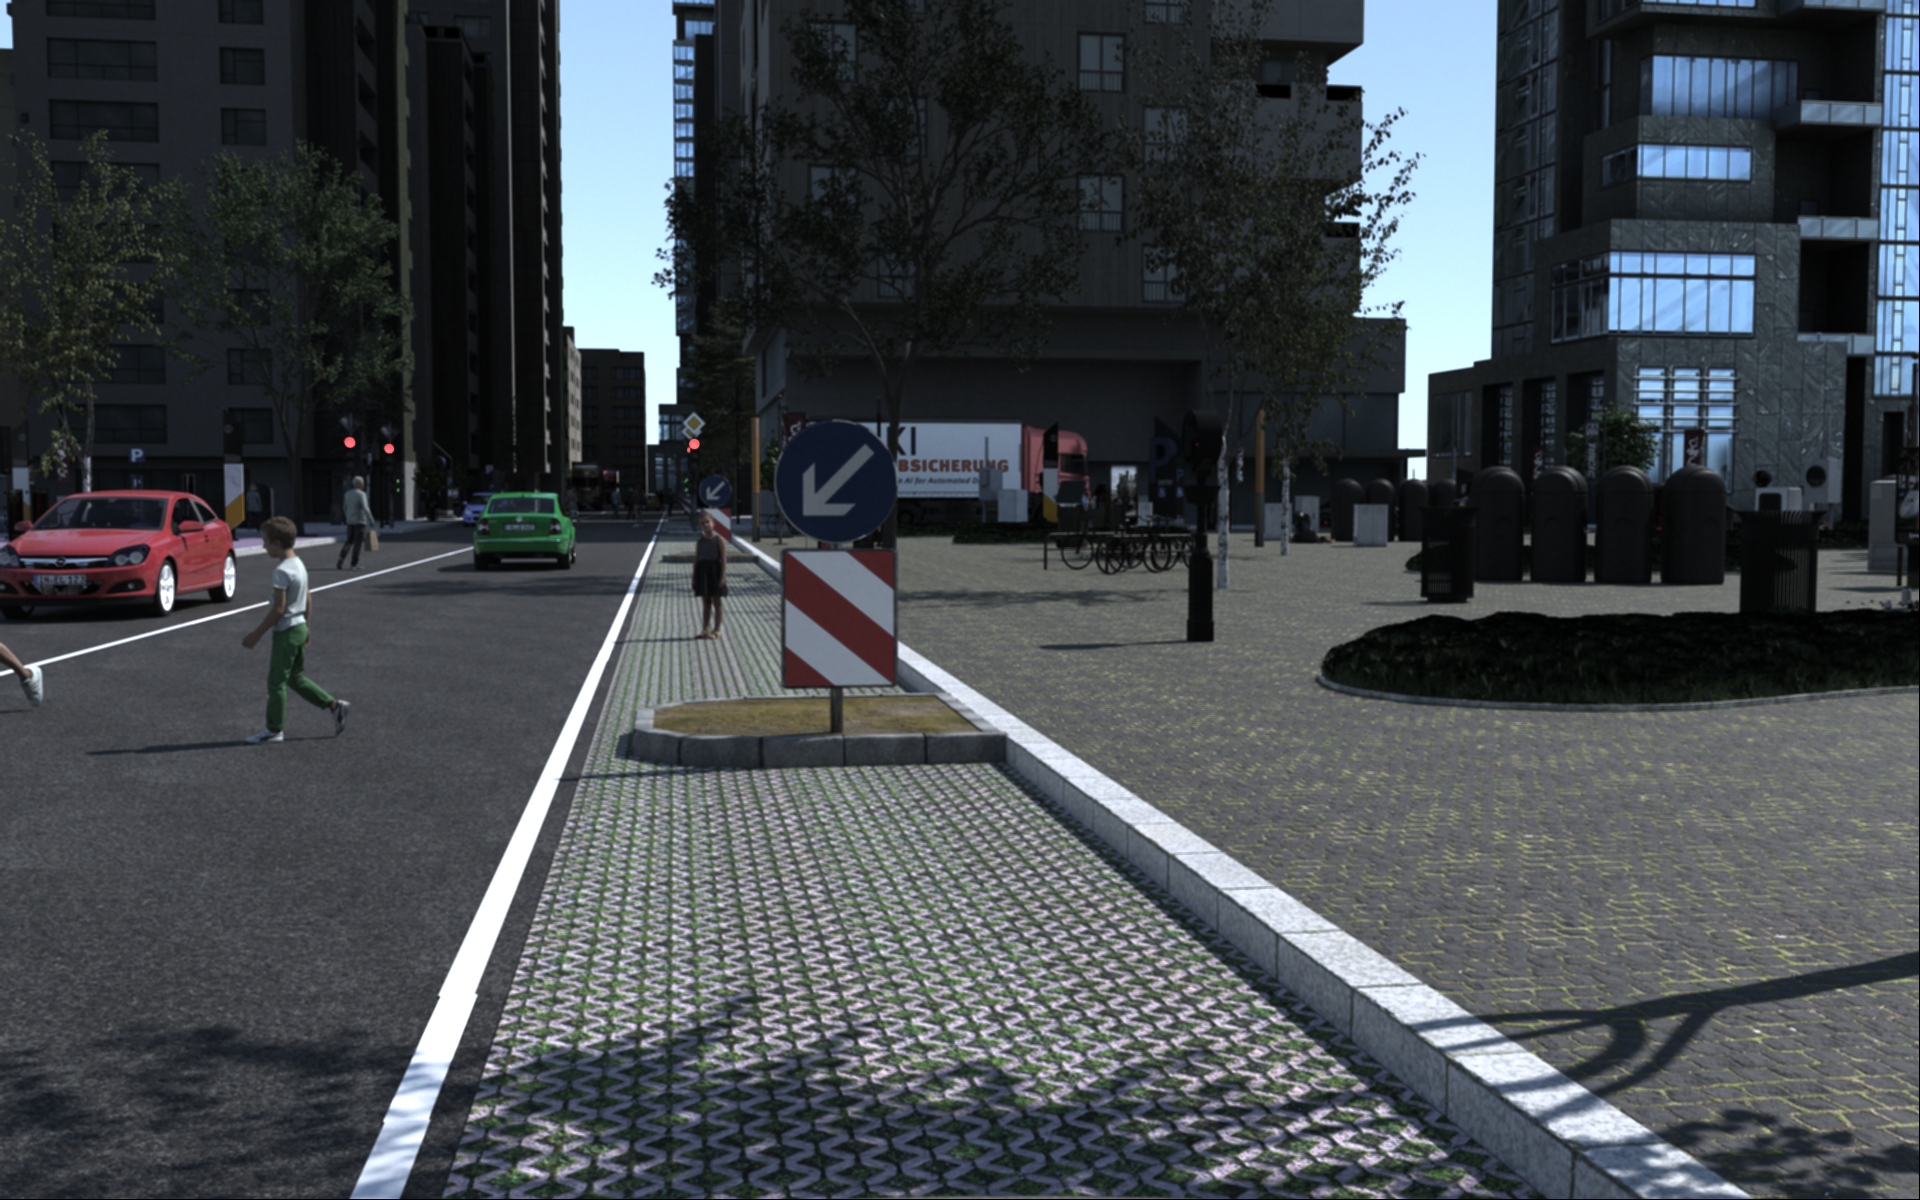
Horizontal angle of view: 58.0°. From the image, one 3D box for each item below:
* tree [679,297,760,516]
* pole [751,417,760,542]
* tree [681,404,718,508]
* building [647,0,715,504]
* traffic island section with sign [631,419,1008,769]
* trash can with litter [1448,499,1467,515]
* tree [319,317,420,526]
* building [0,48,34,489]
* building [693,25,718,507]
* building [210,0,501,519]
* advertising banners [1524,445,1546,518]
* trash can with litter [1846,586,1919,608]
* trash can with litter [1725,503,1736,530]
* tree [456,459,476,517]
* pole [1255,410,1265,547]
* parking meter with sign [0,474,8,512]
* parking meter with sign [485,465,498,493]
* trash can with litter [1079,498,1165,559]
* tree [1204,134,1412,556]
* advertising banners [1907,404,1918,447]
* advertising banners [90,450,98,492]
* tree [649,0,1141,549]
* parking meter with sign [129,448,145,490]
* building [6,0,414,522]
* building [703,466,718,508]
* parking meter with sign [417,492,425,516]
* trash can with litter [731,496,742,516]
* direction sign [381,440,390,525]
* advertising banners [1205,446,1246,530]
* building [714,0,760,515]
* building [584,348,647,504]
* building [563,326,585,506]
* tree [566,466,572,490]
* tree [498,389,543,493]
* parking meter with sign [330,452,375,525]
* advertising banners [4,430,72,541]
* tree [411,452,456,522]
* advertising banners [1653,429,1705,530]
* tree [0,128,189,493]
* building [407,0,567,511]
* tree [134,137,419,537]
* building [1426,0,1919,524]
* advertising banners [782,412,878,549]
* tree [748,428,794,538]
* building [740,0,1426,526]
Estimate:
[{"bbox_3d":[-12.642,-11.100,99.608,7.486,12.596,7.792,0,3,0],"label":"tree"},{"bbox_3d":[-5.442,-3.198,46.136,0.158,3.312,0.155,0,3,0],"label":"pole"},{"bbox_3d":[-19.768,-11.387,136.538,4.737,8.622,4.395,0,3,0],"label":"tree"},{"bbox_3d":[-27.005,-56.424,235.198,31.000,86.520,22.319,-1,4,-9],"label":"building"},{"bbox_3d":[-0.881,-0.081,9.958,1.989,1.847,2.006,-1,4,-9],"label":"traffic island section with sign"},{"bbox_3d":[11.211,-1.630,38.043,1.055,1.170,0.624,-2,4,-30],"label":"trash can with litter"},{"bbox_3d":[-23.611,-7.250,68.907,4.360,8.622,3.978,0,3,0],"label":"tree"},{"bbox_3d":[-105.551,-34.818,192.979,21.600,48.544,21.300,-1,4,-9],"label":"building"},{"bbox_3d":[-16.408,-33.912,178.162,21.300,48.544,21.600,-1,4,-9],"label":"building"},{"bbox_3d":[-36.524,-20.515,107.120,14.160,30.474,14.107,-1,4,-9],"label":"building"},{"bbox_3d":[19.977,-4.028,62.041,2.074,3.025,0.090,0,4,-7],"label":"advertising banners"},{"bbox_3d":[10.786,-0.501,19.245,1.678,1.210,2.233,2,4,28],"label":"trash can with litter"},{"bbox_3d":[21.328,-2.223,47.738,1.055,1.170,0.624,2,4,31],"label":"trash can with litter"},{"bbox_3d":[-28.023,-6.231,96.479,1.663,3.219,1.824,0,3,0],"label":"tree"},{"bbox_3d":[7.260,-2.941,41.929,0.158,3.312,0.155,0,3,0],"label":"pole"},{"bbox_3d":[-37.360,-4.339,67.197,0.543,3.016,1.738,2,4,34],"label":"parking meter with sign"},{"bbox_3d":[-27.901,-6.563,103.567,0.543,3.016,1.738,0,4,-1],"label":"parking meter with sign"},{"bbox_3d":[3.177,-1.481,35.277,1.678,1.210,2.233,-1,4,-18],"label":"trash can with litter"},{"bbox_3d":[7.018,-5.240,36.034,4.737,8.622,4.395,0,3,0],"label":"tree"},{"bbox_3d":[18.779,-2.359,34.755,0.090,3.025,2.074,1,4,9],"label":"advertising banners"},{"bbox_3d":[-33.578,-4.350,67.304,0.090,3.025,2.074,-3,5,-39],"label":"advertising banners"},{"bbox_3d":[-1.277,-5.789,29.067,8.767,10.594,7.601,0,4,4],"label":"tree"},{"bbox_3d":[-31.538,-4.293,66.453,0.543,3.016,1.738,-2,4,-25],"label":"parking meter with sign"},{"bbox_3d":[-33.560,-18.840,79.737,14.160,30.474,14.107,-1,4,-9],"label":"building"},{"bbox_3d":[-12.951,-43.923,156.385,20.563,71.187,20.611,-1,4,-9],"label":"building"},{"bbox_3d":[-31.654,-6.351,100.096,1.738,3.016,0.543,2,4,29],"label":"parking meter with sign"},{"bbox_3d":[-13.388,-5.556,102.224,1.055,1.170,0.624,1,4,13],"label":"trash can with litter"},{"bbox_3d":[-23.940,-4.908,72.245,0.379,3.537,0.876,1,4,11],"label":"direction sign"},{"bbox_3d":[9.545,-4.036,62.184,2.074,3.025,0.090,-3,4,-37],"label":"advertising banners"},{"bbox_3d":[-6.411,-35.369,120.282,21.231,58.520,28.212,-1,4,-9],"label":"building"},{"bbox_3d":[-57.198,-23.775,233.760,28.899,21.520,27.650,-1,4,-9],"label":"building"},{"bbox_3d":[-58.793,-21.599,198.190,28.899,21.520,27.650,-1,4,-9],"label":"building"},{"bbox_3d":[-42.343,-12.242,183.869,4.285,4.588,4.351,0,3,0],"label":"tree"},{"bbox_3d":[-31.697,-10.484,121.768,4.737,8.622,4.395,0,3,0],"label":"tree"},{"bbox_3d":[-25.336,-4.643,72.178,1.738,3.016,0.543,-3,4,-38],"label":"parking meter with sign"},{"bbox_3d":[-25.120,-3.121,47.223,2.074,3.025,0.090,1,4,9],"label":"advertising banners"},{"bbox_3d":[-24.541,-5.230,80.104,1.663,3.219,1.824,0,3,0],"label":"tree"},{"bbox_3d":[19.103,-3.114,47.105,2.074,3.025,0.090,1,4,20],"label":"advertising banners"},{"bbox_3d":[-17.560,-5.123,34.123,4.737,8.622,4.395,0,3,0],"label":"tree"},{"bbox_3d":[-37.505,-27.325,130.353,14.154,41.232,14.086,-1,4,-9],"label":"building"},{"bbox_3d":[-20.101,-7.715,51.893,9.928,11.665,9.643,0,3,0],"label":"tree"},{"bbox_3d":[40.538,-47.094,82.666,31.000,86.520,22.319,-1,4,-9],"label":"building"},{"bbox_3d":[-2.786,-2.503,37.107,2.074,3.025,0.090,0,4,5],"label":"advertising banners"},{"bbox_3d":[-5.499,-3.450,51.013,1.663,3.219,1.824,0,3,0],"label":"tree"},{"bbox_3d":[3.357,-30.031,80.241,27.495,52.752,28.713,-1,4,-9],"label":"building"}]
